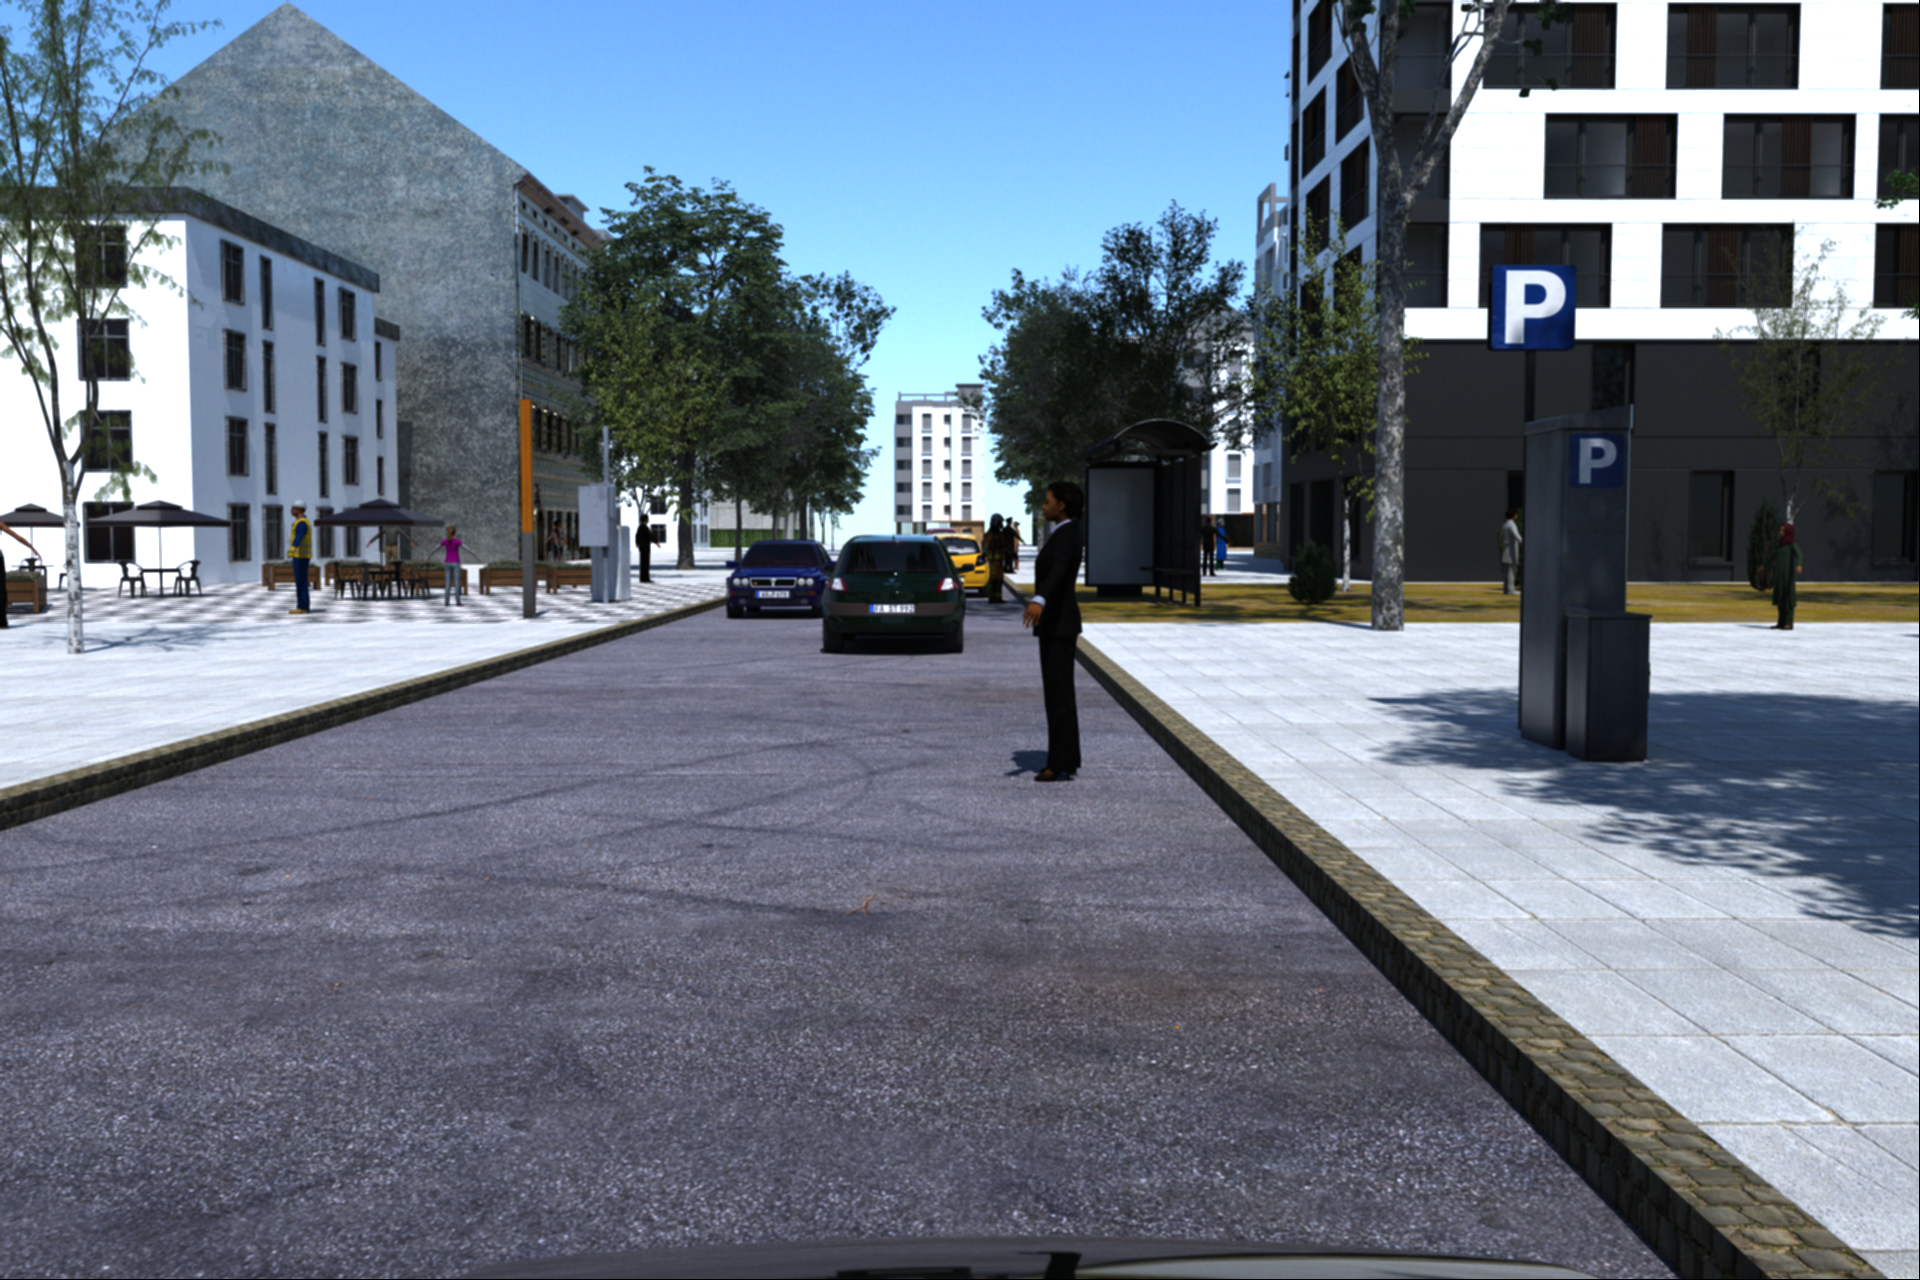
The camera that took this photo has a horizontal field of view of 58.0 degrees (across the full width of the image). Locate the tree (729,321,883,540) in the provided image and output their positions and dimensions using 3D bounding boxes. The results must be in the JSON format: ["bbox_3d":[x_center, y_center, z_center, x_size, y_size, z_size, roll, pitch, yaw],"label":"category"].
[{"bbox_3d":[-9.472,-12.016,103.114,9.857,13.997,8.962,0,3,0],"label":"tree"}]

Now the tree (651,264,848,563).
[{"bbox_3d":[-9.840,-10.202,77.175,12.009,13.543,11.850,0,3,0],"label":"tree"}]

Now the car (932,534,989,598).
[{"bbox_3d":[-0.189,-1.844,40.367,2.015,1.641,3.980,0,4,0],"label":"car"}]

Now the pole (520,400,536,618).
[{"bbox_3d":[-6.586,-1.991,26.402,0.158,3.312,0.155,0,3,0],"label":"pole"}]

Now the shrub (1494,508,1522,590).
[{"bbox_3d":[13.085,-2.166,39.463,1.661,2.075,1.752,0,3,0],"label":"shrub"}]

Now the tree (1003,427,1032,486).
[{"bbox_3d":[11.241,-22.447,222.892,12.611,20.169,13.585,0,3,0],"label":"tree"}]

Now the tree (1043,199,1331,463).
[{"bbox_3d":[6.245,-6.918,47.517,8.767,10.594,7.601,1,4,12],"label":"tree"}]

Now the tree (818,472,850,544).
[{"bbox_3d":[-17.228,-17.759,216.110,9.928,11.665,9.643,0,3,0],"label":"tree"}]

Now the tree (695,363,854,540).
[{"bbox_3d":[-9.800,-9.532,90.266,8.767,10.594,7.601,0,4,-5],"label":"tree"}]

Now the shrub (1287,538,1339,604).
[{"bbox_3d":[6.447,-1.256,31.661,1.383,1.207,1.383,0,3,0],"label":"shrub"}]

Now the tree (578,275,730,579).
[{"bbox_3d":[-8.966,-6.048,49.246,4.737,8.622,4.395,0,3,0],"label":"tree"}]

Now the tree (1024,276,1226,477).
[{"bbox_3d":[5.944,-7.800,61.943,7.601,10.594,8.767,-1,4,-10],"label":"tree"}]

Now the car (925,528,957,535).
[{"bbox_3d":[-1.037,-5.920,105.465,2.281,1.827,5.304,0,4,0],"label":"car"}]

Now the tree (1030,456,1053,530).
[{"bbox_3d":[5.606,-9.744,109.677,4.360,8.622,3.978,0,3,0],"label":"tree"}]

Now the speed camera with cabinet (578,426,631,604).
[{"bbox_3d":[-6.664,-2.332,32.460,0.660,3.252,2.038,0,3,0],"label":"speed camera with cabinet"}]

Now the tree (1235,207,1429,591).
[{"bbox_3d":[8.492,-5.390,38.492,4.737,8.622,4.395,0,3,0],"label":"tree"}]

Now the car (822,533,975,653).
[{"bbox_3d":[-0.808,-0.765,22.292,2.009,1.686,4.222,0,4,0],"label":"car"}]

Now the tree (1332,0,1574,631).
[{"bbox_3d":[6.795,-10.129,21.496,12.611,20.169,13.585,0,3,0],"label":"tree"}]

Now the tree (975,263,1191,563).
[{"bbox_3d":[5.731,-10.281,78.458,12.009,13.543,11.850,0,3,0],"label":"tree"}]

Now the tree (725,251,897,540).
[{"bbox_3d":[-10.967,-15.942,116.539,12.611,20.169,13.585,0,3,0],"label":"tree"}]

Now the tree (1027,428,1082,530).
[{"bbox_3d":[5.682,-9.380,103.733,4.737,8.622,4.395,0,3,0],"label":"tree"}]

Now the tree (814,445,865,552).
[{"bbox_3d":[-9.550,-10.773,126.506,4.360,8.622,3.978,0,3,0],"label":"tree"}]

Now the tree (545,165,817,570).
[{"bbox_3d":[-9.714,-9.474,61.556,9.857,13.997,8.962,0,3,0],"label":"tree"}]

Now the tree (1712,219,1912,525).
[{"bbox_3d":[19.611,-5.533,40.829,4.360,8.622,3.978,0,3,0],"label":"tree"}]

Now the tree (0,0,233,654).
[{"bbox_3d":[-9.410,-4.172,18.575,4.360,8.622,3.978,0,3,0],"label":"tree"}]

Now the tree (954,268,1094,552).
[{"bbox_3d":[5.829,-16.289,122.222,12.611,20.169,13.585,0,3,0],"label":"tree"}]

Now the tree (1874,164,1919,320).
[{"bbox_3d":[19.546,-6.283,28.482,9.928,11.665,9.643,0,3,0],"label":"tree"}]

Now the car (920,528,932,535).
[{"bbox_3d":[-1.419,-6.249,110.839,2.281,1.827,5.304,0,4,-1],"label":"car"}]

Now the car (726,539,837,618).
[{"bbox_3d":[-3.117,-1.115,30.812,1.945,1.354,3.894,0,4,0],"label":"car"}]

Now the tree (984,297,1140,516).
[{"bbox_3d":[5.740,-11.365,92.466,9.857,13.997,8.962,0,3,0],"label":"tree"}]

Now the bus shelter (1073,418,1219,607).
[{"bbox_3d":[3.419,-2.388,32.975,2.014,3.302,5.546,0,4,-2],"label":"bus shelter"}]
